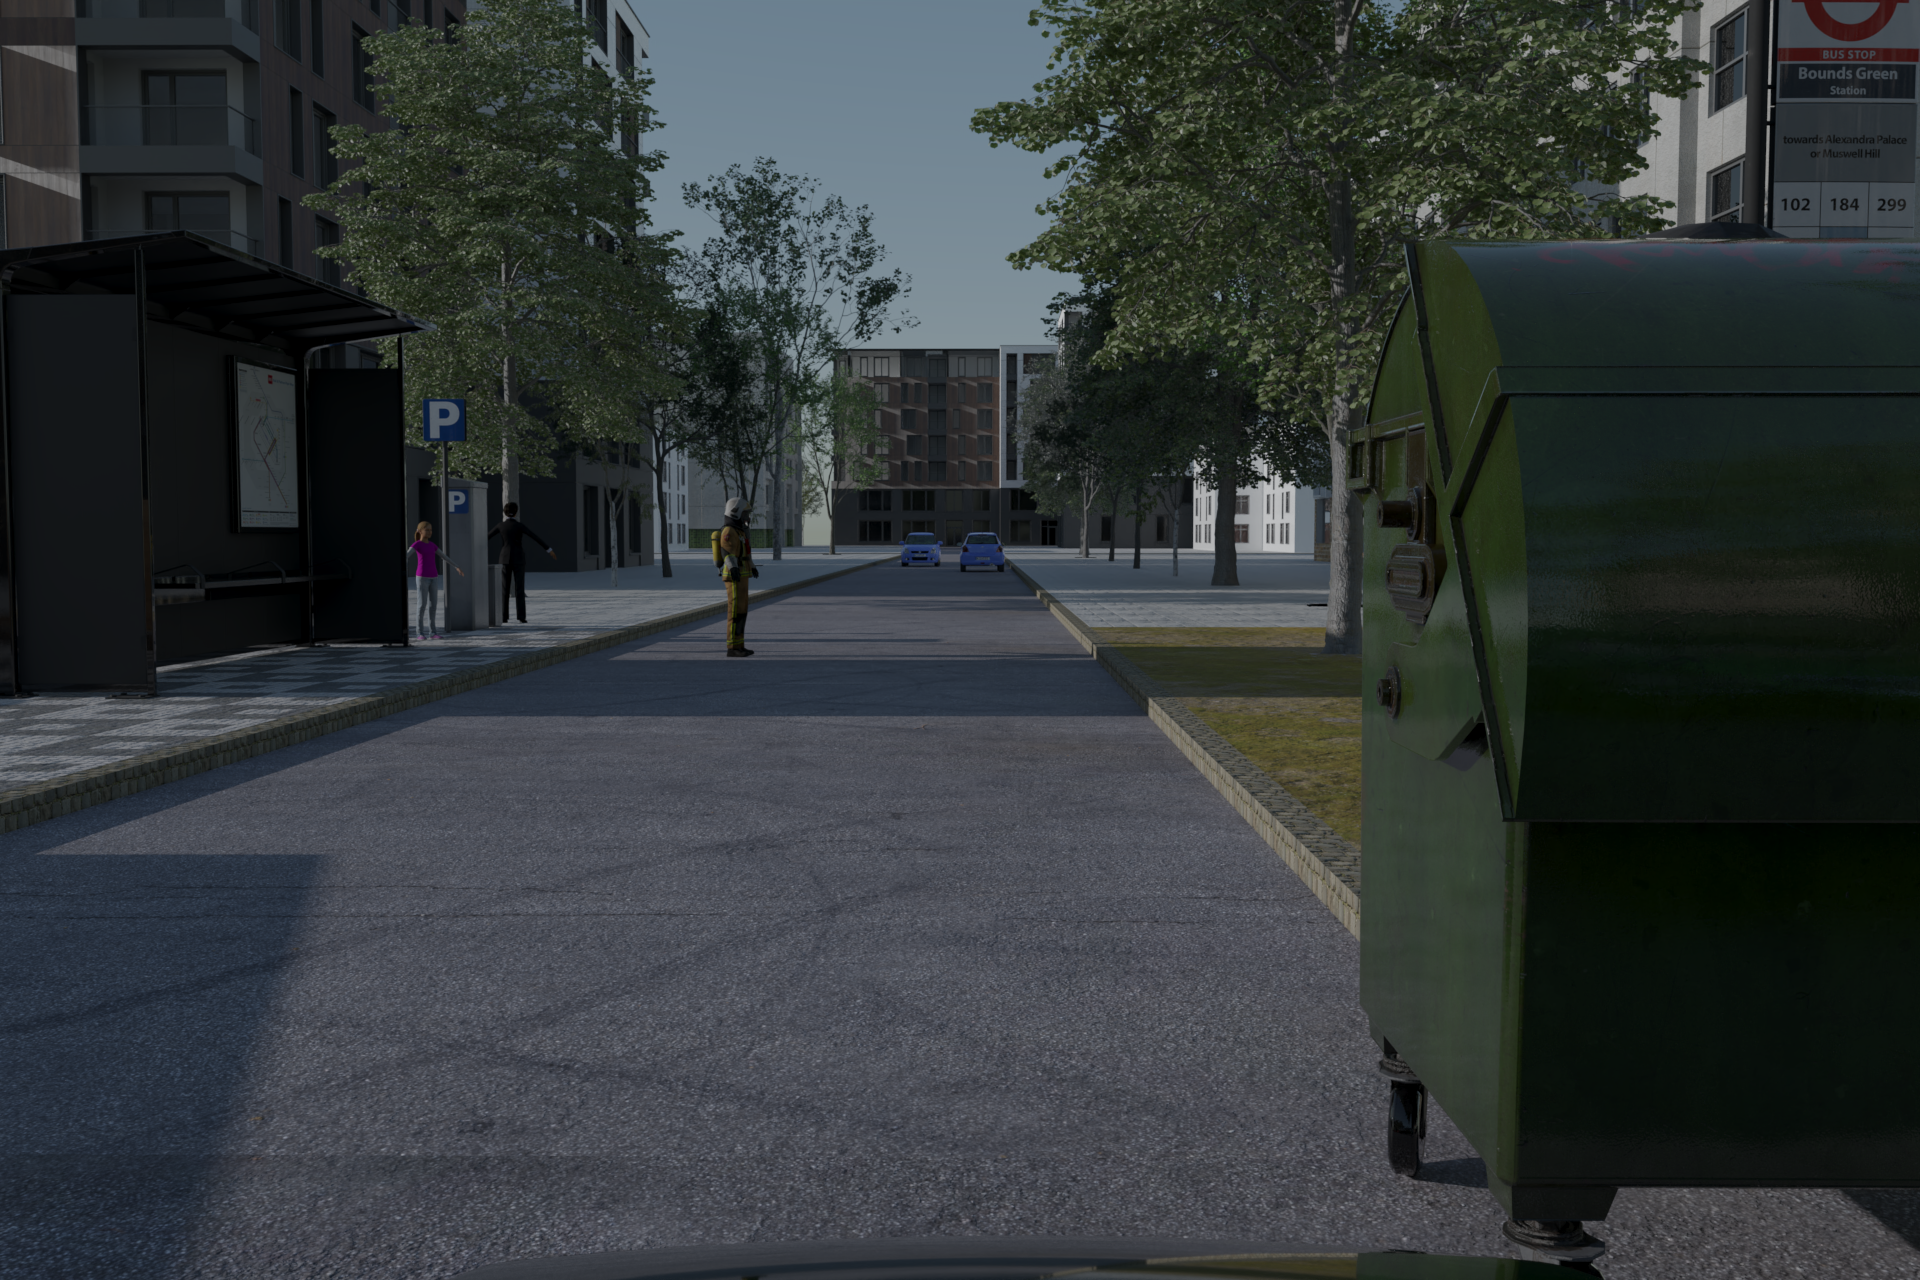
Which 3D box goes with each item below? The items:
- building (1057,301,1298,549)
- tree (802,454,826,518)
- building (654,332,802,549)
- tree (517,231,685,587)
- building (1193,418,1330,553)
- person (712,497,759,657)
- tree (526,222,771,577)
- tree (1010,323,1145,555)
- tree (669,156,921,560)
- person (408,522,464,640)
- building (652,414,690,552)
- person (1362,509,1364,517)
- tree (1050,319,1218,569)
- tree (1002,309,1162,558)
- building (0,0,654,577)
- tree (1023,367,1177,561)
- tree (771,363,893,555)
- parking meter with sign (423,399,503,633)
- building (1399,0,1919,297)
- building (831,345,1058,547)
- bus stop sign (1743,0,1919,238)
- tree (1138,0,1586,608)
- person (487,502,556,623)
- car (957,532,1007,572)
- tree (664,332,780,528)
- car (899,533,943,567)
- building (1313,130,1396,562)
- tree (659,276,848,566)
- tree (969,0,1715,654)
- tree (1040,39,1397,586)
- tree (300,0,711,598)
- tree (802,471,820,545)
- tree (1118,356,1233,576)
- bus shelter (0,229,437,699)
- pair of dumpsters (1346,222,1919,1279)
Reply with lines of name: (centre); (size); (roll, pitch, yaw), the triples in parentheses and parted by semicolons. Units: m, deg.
building: (23.355, -19.847, 168.477); (27.936, 21.610, 32.646); (0, 4, 1)
tree: (-19.049, -16.349, 201.710); (7.601, 10.594, 8.767); (0, 4, 3)
building: (-25.367, -18.423, 167.678); (16.747, 18.905, 31.486); (0, 4, 1)
tree: (-8.350, -5.622, 42.279); (4.360, 8.622, 3.978); (0, 3, 0)
building: (24.150, -11.736, 134.027); (9.099, 9.664, 28.070); (0, 4, 1)
person: (-2.581, -0.737, 20.276); (0.705, 1.858, 1.354); (0, 4, 3)
tree: (-9.019, -7.136, 51.083); (7.601, 10.594, 8.767); (0, 4, 2)
tree: (7.754, -12.229, 106.601); (9.857, 13.997, 8.962); (0, 3, 0)
tree: (-8.329, -14.037, 85.395); (12.611, 20.169, 13.585); (0, 3, 0)
person: (-6.430, -0.718, 21.011); (0.599, 1.433, 0.991); (2, 4, 33)
building: (-25.700, -11.833, 135.618); (9.099, 9.664, 28.070); (0, 4, 0)
person: (7.568, -1.660, 33.283); (0.704, 1.843, 1.345); (1, 4, 22)
tree: (6.858, -7.923, 63.951); (7.601, 10.594, 8.767); (-2, 4, -27)
tree: (6.857, -11.136, 92.449); (12.009, 13.543, 11.850); (0, 3, 0)
building: (-26.764, -12.929, 55.364); (27.936, 21.610, 32.646); (0, 4, 0)
tree: (7.122, -8.966, 81.004); (8.767, 10.594, 7.601); (0, 4, -1)
tree: (-7.984, -11.078, 106.875); (9.928, 11.665, 9.643); (0, 3, 0)
parking meter with sign: (-6.609, -1.649, 23.223); (0.543, 3.016, 1.738); (0, 4, 2)
building: (23.364, -10.873, 44.237); (16.747, 18.905, 31.486); (0, 4, 1)
building: (2.222, -21.618, 199.884); (32.646, 21.610, 27.936); (0, 4, 0)
bus stop sign: (3.482, -1.128, 7.149); (0.855, 3.939, 0.416); (0, 4, 1)
tree: (6.827, -6.397, 30.342); (9.928, 11.665, 9.643); (0, 3, 0)
person: (-6.431, -1.116, 24.963); (1.216, 1.740, 0.721); (0, 4, 1)
car: (0.839, -3.486, 66.585); (1.945, 1.707, 3.694); (0, 4, 0)
tree: (-8.118, -6.842, 62.232); (4.360, 8.622, 3.978); (0, 3, 0)
car: (-1.732, -4.143, 77.330); (1.945, 1.707, 3.694); (0, 4, 1)
building: (21.787, -13.696, 80.357); (16.016, 20.090, 11.380); (0, 4, 0)
tree: (-8.392, -8.753, 68.872); (9.928, 11.665, 9.643); (0, 3, 0)
tree: (3.973, -6.153, 18.725); (7.486, 12.596, 7.792); (0, 3, 0)
tree: (6.716, -8.335, 42.935); (9.857, 13.997, 8.962); (0, 3, 0)
tree: (-8.872, -7.107, 34.330); (7.486, 12.596, 7.792); (0, 3, 0)
tree: (-17.939, -14.961, 194.971); (4.737, 8.622, 4.395); (0, 3, 0)
tree: (6.581, -6.252, 52.583); (4.737, 8.622, 4.395); (0, 3, 0)
bus shelter: (-6.788, -1.544, 16.525); (1.731, 3.624, 6.357); (0, 4, 1)
pair of dumpsters: (3.036, 0.095, 3.391); (4.436, 2.255, 1.574); (0, 4, 1)
